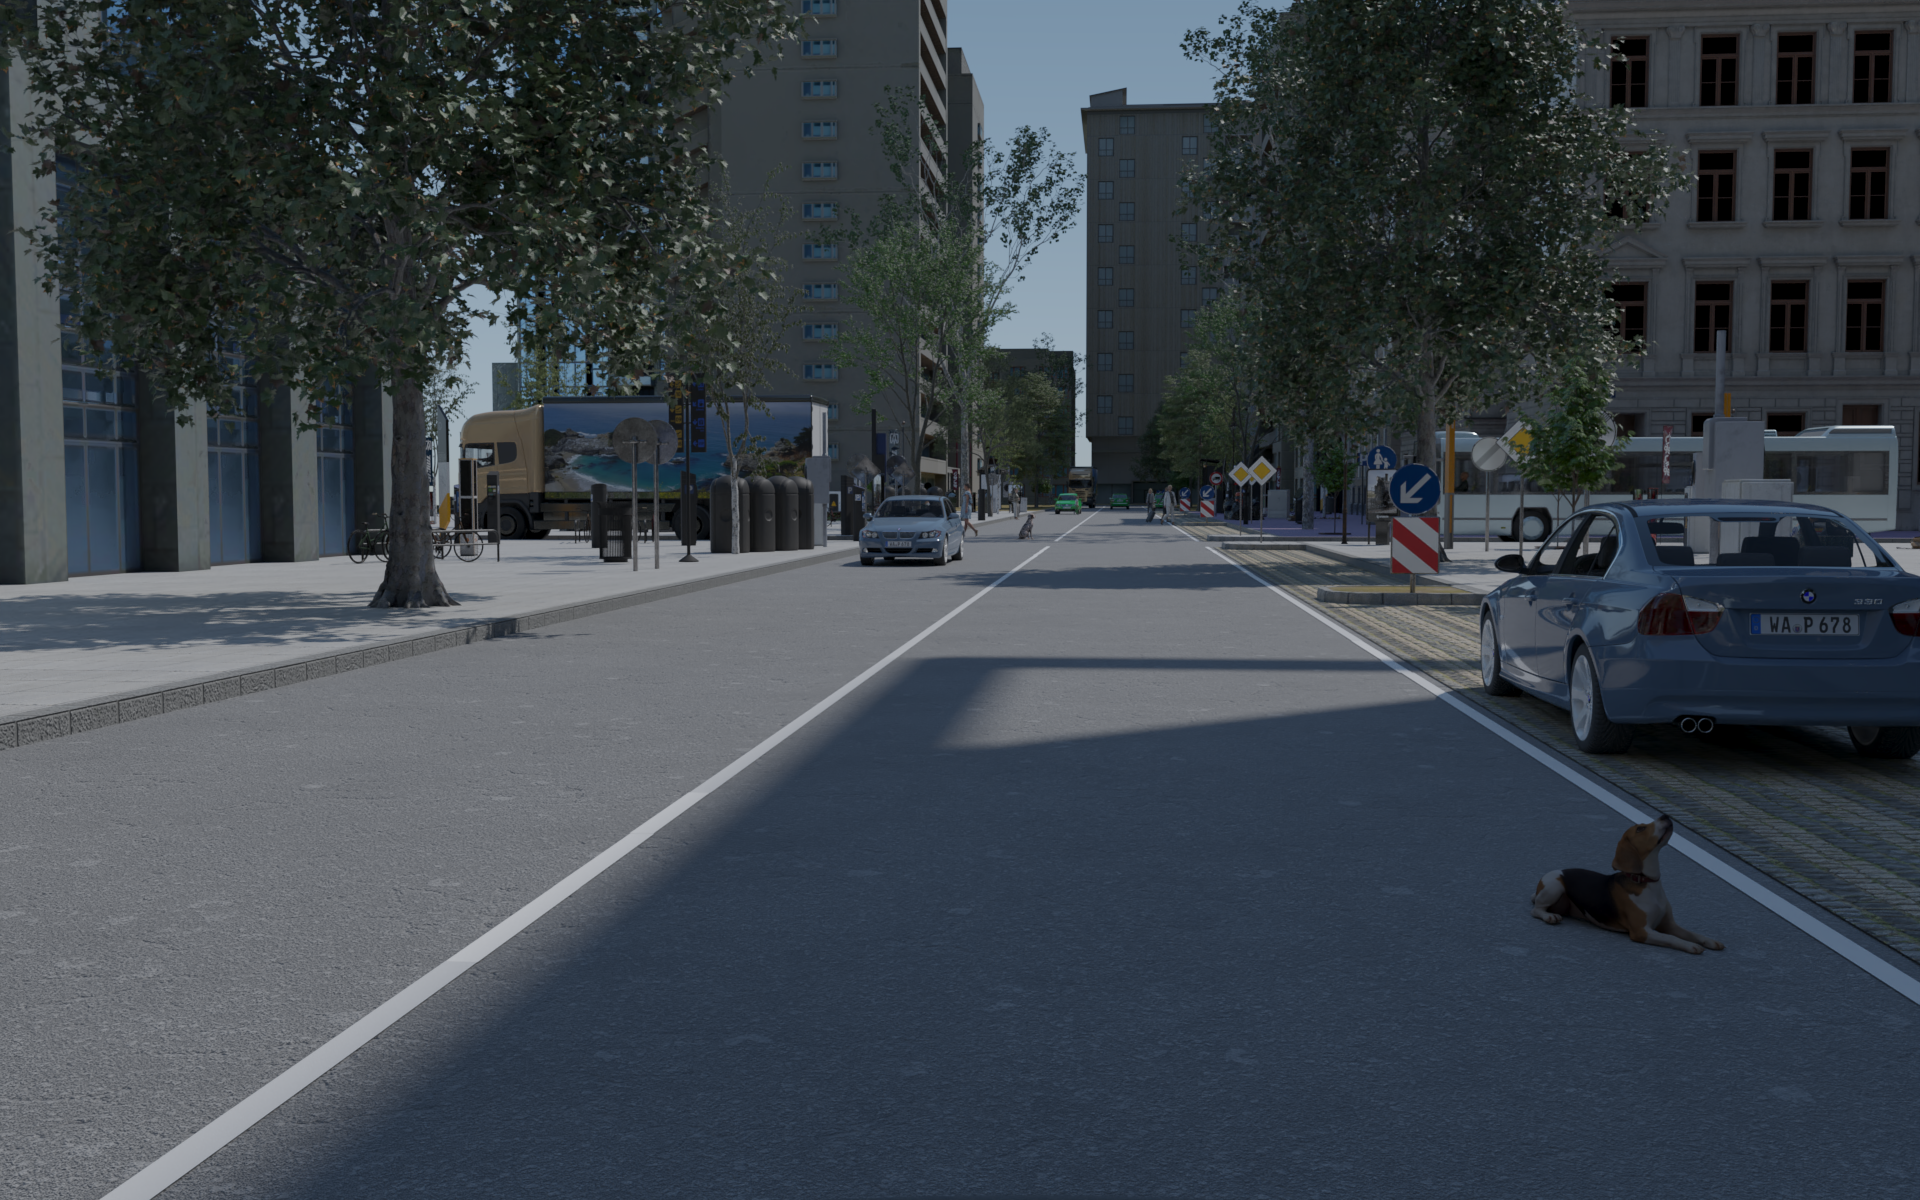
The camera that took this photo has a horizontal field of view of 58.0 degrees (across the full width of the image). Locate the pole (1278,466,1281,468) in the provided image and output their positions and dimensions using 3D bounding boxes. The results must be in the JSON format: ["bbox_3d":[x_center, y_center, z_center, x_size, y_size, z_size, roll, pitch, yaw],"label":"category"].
[{"bbox_3d":[23.275,-8.109,126.420,0.158,3.312,0.155,0,3,0],"label":"pole"}]

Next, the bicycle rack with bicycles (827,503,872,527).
[{"bbox_3d":[-3.827,-3.352,68.193,2.925,0.926,2.852,1,4,19],"label":"bicycle rack with bicycles"}]

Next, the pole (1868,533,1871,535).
[{"bbox_3d":[27.933,-3.634,53.257,0.158,3.312,0.155,0,3,0],"label":"pole"}]

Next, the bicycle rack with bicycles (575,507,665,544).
[{"bbox_3d":[-9.105,-1.993,45.962,2.852,0.926,2.925,0,4,-8],"label":"bicycle rack with bicycles"}]

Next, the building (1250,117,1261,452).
[{"bbox_3d":[38.898,-32.816,186.651,14.600,45.320,14.200,0,4,5],"label":"building"}]

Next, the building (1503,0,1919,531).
[{"bbox_3d":[31.564,-13.948,64.201,21.152,22.565,11.583,0,4,5],"label":"building"}]

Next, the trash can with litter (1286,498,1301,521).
[{"bbox_3d":[16.000,-4.314,81.927,1.055,1.170,0.624,-2,4,-28],"label":"trash can with litter"}]

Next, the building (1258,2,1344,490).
[{"bbox_3d":[40.675,-33.295,168.077,21.300,48.544,21.600,0,4,5],"label":"building"}]

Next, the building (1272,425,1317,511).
[{"bbox_3d":[41.224,-18.257,143.538,27.650,21.520,28.899,0,4,5],"label":"building"}]

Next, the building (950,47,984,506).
[{"bbox_3d":[-8.736,-34.438,186.766,21.600,48.544,21.300,0,4,5],"label":"building"}]

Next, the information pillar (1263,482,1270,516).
[{"bbox_3d":[18.264,-6.041,103.259,0.304,2.012,0.304,-1,4,-10],"label":"information pillar"}]

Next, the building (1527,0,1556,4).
[{"bbox_3d":[82.039,-47.947,222.180,20.611,71.187,20.563,0,4,5],"label":"building"}]

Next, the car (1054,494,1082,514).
[{"bbox_3d":[7.735,-7.030,123.744,1.959,1.807,4.718,0,4,6],"label":"car"}]

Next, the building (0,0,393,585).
[{"bbox_3d":[-28.466,-43.574,25.110,31.000,86.520,22.319,0,4,5],"label":"building"}]

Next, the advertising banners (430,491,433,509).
[{"bbox_3d":[-30.824,-6.392,100.691,2.074,3.025,0.090,-1,4,-17],"label":"advertising banners"}]

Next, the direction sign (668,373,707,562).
[{"bbox_3d":[-5.129,-2.486,32.646,0.876,3.537,0.379,2,4,30],"label":"direction sign"}]

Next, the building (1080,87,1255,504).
[{"bbox_3d":[30.196,-39.345,232.526,27.495,52.752,28.713,0,4,5],"label":"building"}]

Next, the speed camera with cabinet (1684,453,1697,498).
[{"bbox_3d":[15.942,-2.617,37.124,0.660,3.252,2.038,1,4,17],"label":"speed camera with cabinet"}]

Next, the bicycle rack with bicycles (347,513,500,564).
[{"bbox_3d":[-10.178,-1.174,32.583,2.852,0.926,2.925,3,5,39],"label":"bicycle rack with bicycles"}]

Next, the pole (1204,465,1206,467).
[{"bbox_3d":[17.405,-7.904,123.078,0.158,3.312,0.155,0,3,0],"label":"pole"}]

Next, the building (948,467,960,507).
[{"bbox_3d":[-10.596,-44.212,161.118,20.563,71.187,20.611,0,4,5],"label":"building"}]

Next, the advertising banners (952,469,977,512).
[{"bbox_3d":[0.301,-7.643,121.148,2.074,3.025,0.090,-2,4,-32],"label":"advertising banners"}]

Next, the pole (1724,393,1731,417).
[{"bbox_3d":[15.465,-2.522,35.085,0.158,3.312,0.155,0,3,0],"label":"pole"}]

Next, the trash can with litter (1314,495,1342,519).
[{"bbox_3d":[18.647,-4.758,88.855,2.233,1.210,1.678,1,4,19],"label":"trash can with litter"}]

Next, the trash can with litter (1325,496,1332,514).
[{"bbox_3d":[23.248,-5.978,109.129,0.624,1.170,1.055,1,4,17],"label":"trash can with litter"}]

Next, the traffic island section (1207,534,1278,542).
[{"bbox_3d":[8.654,-1.898,53.319,2.009,0.180,2.903,0,4,5],"label":"traffic island section"}]

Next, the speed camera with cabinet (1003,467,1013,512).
[{"bbox_3d":[2.803,-8.000,125.129,2.038,3.252,0.660,1,4,9],"label":"speed camera with cabinet"}]

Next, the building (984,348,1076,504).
[{"bbox_3d":[0.912,-23.892,235.666,28.899,21.520,27.650,0,4,5],"label":"building"}]

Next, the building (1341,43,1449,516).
[{"bbox_3d":[29.870,-19.226,100.256,13.634,28.700,20.117,0,4,5],"label":"building"}]

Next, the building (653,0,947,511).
[{"bbox_3d":[-12.676,-31.630,140.846,21.300,48.544,21.600,0,4,5],"label":"building"}]

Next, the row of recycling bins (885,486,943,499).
[{"bbox_3d":[-2.560,-5.242,92.816,3.534,1.692,1.069,-2,4,-23],"label":"row of recycling bins"}]

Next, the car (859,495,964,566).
[{"bbox_3d":[-0.950,-1.484,36.269,2.014,1.417,4.499,0,4,7],"label":"car"}]

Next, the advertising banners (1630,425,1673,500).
[{"bbox_3d":[17.378,-2.893,43.482,2.074,3.025,0.090,-3,5,-42],"label":"advertising banners"}]

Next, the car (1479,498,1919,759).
[{"bbox_3d":[4.427,0.080,10.699,2.014,1.417,4.499,0,4,6],"label":"car"}]

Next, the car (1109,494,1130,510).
[{"bbox_3d":[14.866,-9.321,161.198,1.959,1.807,4.718,0,4,5],"label":"car"}]

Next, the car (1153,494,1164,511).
[{"bbox_3d":[17.070,-8.387,145.925,1.959,1.807,4.718,0,4,6],"label":"car"}]

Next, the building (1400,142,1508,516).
[{"bbox_3d":[26.651,-13.200,80.446,10.561,19.102,19.286,0,4,5],"label":"building"}]

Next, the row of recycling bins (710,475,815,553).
[{"bbox_3d":[-4.360,-1.945,38.920,1.069,1.692,3.534,2,4,27],"label":"row of recycling bins"}]

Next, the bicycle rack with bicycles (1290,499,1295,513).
[{"bbox_3d":[22.943,-6.469,119.142,2.925,0.926,2.852,3,5,45],"label":"bicycle rack with bicycles"}]

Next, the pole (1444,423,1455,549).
[{"bbox_3d":[11.374,-2.837,40.225,0.158,3.312,0.155,0,3,0],"label":"pole"}]

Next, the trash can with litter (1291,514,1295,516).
[{"bbox_3d":[19.271,-5.348,98.499,1.678,1.210,2.233,-1,4,-18],"label":"trash can with litter"}]

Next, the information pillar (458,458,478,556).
[{"bbox_3d":[-10.155,-1.913,35.775,0.304,2.012,0.304,0,4,0],"label":"information pillar"}]

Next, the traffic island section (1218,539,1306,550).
[{"bbox_3d":[7.908,-1.412,45.369,2.009,0.180,2.903,0,4,5],"label":"traffic island section"}]

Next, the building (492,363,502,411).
[{"bbox_3d":[-34.932,-53.555,188.302,31.000,86.520,22.319,0,4,5],"label":"building"}]

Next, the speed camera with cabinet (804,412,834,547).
[{"bbox_3d":[-3.571,-2.953,42.614,0.660,3.252,2.038,-1,4,-9],"label":"speed camera with cabinet"}]

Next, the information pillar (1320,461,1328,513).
[{"bbox_3d":[24.327,-7.606,115.708,0.504,3.616,0.183,2,4,35],"label":"information pillar"}]

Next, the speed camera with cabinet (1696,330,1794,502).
[{"bbox_3d":[9.249,-1.591,20.342,0.660,3.252,2.038,1,4,12],"label":"speed camera with cabinet"}]

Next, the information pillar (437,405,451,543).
[{"bbox_3d":[-13.496,-3.298,45.272,0.183,3.616,0.504,-3,5,-43],"label":"information pillar"}]

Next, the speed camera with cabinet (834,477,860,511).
[{"bbox_3d":[-7.236,-6.939,107.787,2.038,3.252,0.660,1,4,18],"label":"speed camera with cabinet"}]

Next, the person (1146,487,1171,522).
[{"bbox_3d":[10.119,-4.836,87.788,1.509,1.804,0.699,-1,4,-19],"label":"person"}]

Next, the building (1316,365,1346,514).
[{"bbox_3d":[31.629,-17.666,118.509,12.332,23.373,15.834,0,4,5],"label":"building"}]

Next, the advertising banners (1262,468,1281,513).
[{"bbox_3d":[20.756,-7.295,115.458,0.090,3.025,2.074,-2,4,-27],"label":"advertising banners"}]
